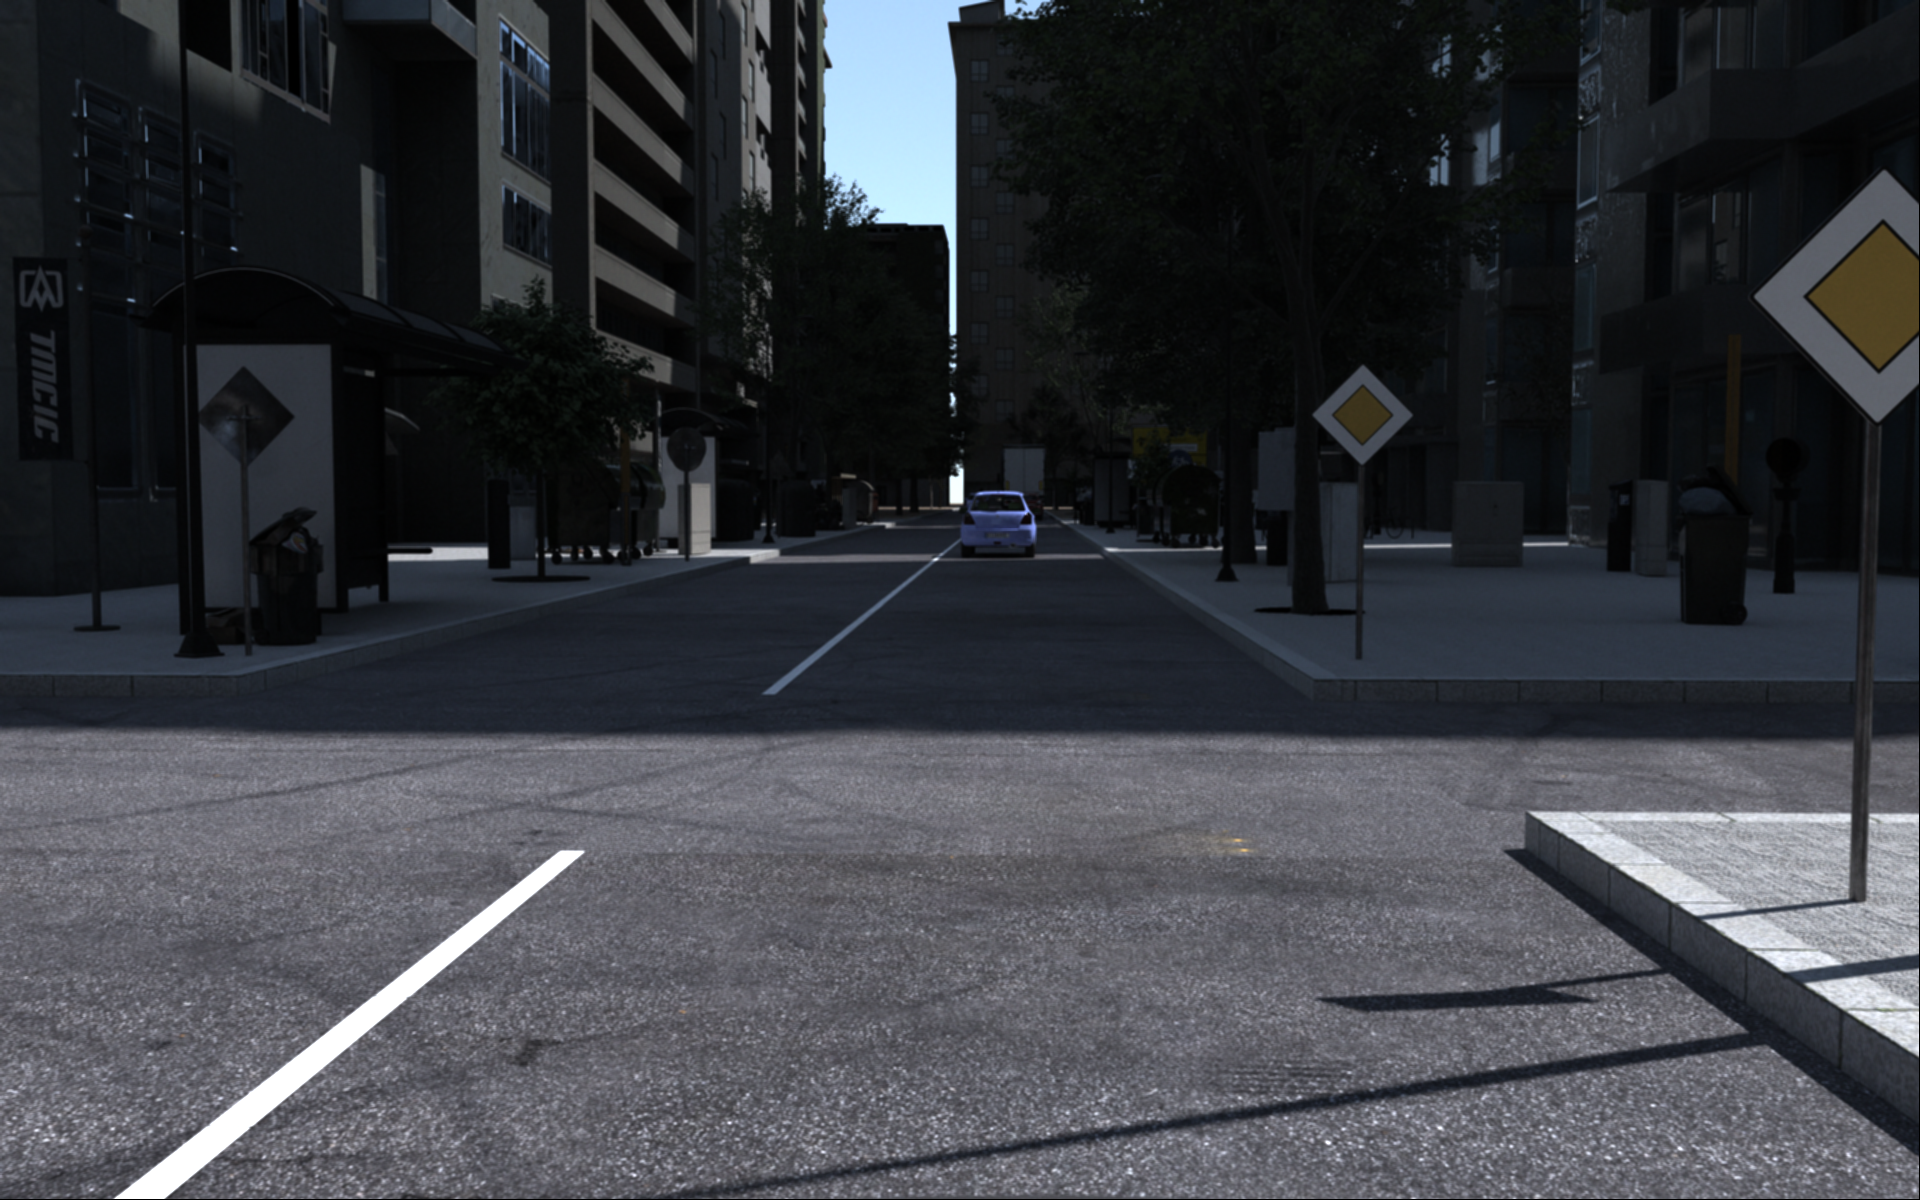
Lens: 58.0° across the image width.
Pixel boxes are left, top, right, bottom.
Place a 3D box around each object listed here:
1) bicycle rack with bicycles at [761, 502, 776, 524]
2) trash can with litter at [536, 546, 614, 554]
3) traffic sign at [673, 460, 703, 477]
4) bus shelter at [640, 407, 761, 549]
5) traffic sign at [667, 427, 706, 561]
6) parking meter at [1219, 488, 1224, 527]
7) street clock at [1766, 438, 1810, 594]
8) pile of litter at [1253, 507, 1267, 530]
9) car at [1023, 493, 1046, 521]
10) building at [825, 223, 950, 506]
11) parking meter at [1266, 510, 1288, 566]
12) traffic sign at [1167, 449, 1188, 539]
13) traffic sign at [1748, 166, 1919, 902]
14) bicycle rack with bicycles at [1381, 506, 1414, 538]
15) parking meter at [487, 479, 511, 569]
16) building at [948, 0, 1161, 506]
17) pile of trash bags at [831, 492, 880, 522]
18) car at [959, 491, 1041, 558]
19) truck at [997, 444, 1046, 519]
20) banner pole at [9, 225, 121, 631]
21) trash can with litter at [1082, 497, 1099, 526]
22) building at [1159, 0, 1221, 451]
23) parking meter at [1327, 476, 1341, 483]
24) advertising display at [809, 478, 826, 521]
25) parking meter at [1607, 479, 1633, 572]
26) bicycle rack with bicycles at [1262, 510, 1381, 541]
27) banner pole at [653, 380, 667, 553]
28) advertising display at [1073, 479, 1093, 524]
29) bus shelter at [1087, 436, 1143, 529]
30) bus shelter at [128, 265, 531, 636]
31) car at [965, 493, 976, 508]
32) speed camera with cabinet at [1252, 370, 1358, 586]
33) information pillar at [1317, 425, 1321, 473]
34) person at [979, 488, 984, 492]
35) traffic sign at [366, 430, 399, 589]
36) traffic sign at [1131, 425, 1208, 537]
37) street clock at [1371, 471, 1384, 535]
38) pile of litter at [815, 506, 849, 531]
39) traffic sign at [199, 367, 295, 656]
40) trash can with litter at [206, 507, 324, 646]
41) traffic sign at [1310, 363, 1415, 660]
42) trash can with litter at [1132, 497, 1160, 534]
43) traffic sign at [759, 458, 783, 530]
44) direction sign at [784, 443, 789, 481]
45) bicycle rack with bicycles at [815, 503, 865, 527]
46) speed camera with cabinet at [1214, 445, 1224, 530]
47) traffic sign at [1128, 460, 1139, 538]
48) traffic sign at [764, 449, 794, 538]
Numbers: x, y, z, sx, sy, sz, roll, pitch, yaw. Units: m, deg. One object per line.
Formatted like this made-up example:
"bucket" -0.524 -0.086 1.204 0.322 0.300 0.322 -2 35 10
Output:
"bicycle rack with bicycles" -7.591 -3.717 74.159 2.852 0.926 2.925 -1 4 -19
"trash can with litter" -8.745 -1.637 37.819 2.233 1.210 1.678 3 5 42
"traffic sign" -6.216 -2.406 39.441 0.768 2.556 0.104 1 4 10
"bus shelter" -6.362 -3.010 43.134 2.014 3.302 5.546 0 4 2
"traffic sign" -5.219 -2.015 33.049 0.768 2.556 0.104 0 4 5
"parking meter" 10.171 -3.648 68.052 0.372 1.533 0.369 0 3 0
"street clock" 10.649 -1.086 22.327 0.358 2.002 0.471 -3 4 -37
"pile of litter" 11.086 -2.968 62.486 1.176 0.858 1.719 0 4 7
"car" 3.620 -5.237 94.667 2.155 1.783 4.494 0 4 2
"building" -8.240 -25.439 187.625 14.107 30.474 14.160 0 4 2
"parking meter" 5.693 -1.385 31.059 0.372 1.533 0.369 0 3 0
"traffic sign" 6.248 -3.019 49.466 0.768 2.556 0.104 1 4 11
"traffic sign" 2.830 -0.108 5.404 0.795 2.450 0.064 0 4 2
"bicycle rack with bicycles" 11.652 -2.256 50.262 2.925 0.926 2.852 -2 4 -34
"parking meter" -7.941 -1.309 29.820 0.372 1.533 0.369 0 3 0
"building" 12.966 -36.973 193.749 27.495 52.752 28.713 0 4 2
"pile of trash bags" -4.814 -4.355 80.963 1.912 1.369 3.447 -3 4 -36
"car" 0.921 -1.878 40.298 1.945 1.707 3.694 0 4 3
"truck" 3.672 -6.985 103.110 2.839 4.237 11.283 0 4 1
"banner pole" -8.373 -1.601 16.193 0.863 3.779 0.401 -1 4 -12
"trash can with litter" 5.496 -3.618 70.535 1.055 1.170 0.624 2 4 25
"building" 25.761 -30.517 122.656 21.300 48.544 21.600 0 4 2
"parking meter" 11.843 -3.009 54.912 0.399 1.863 0.255 -3 4 -39
"advertising display" -5.800 -4.063 71.642 0.974 1.923 0.123 -2 4 -33
"parking meter" 10.966 -1.246 28.784 0.372 1.533 0.369 0 3 0
"bicycle rack with bicycles" 9.367 -2.018 46.378 2.925 0.926 2.852 0 4 -2
"banner pole" -6.657 -2.951 38.270 0.401 3.779 0.863 0 4 0
"advertising display" 5.260 -4.203 73.928 0.974 1.923 0.123 -2 4 -35
"bus shelter" 5.772 -4.258 63.545 2.014 3.302 5.546 0 4 2
"bus shelter" -6.249 -1.479 18.106 2.014 3.302 5.546 0 4 2
"car" 1.356 -7.883 138.481 1.945 1.707 3.694 0 4 0
"speed camera with cabinet" 5.039 -1.863 24.796 0.660 3.252 2.038 3 5 42
"information pillar" 8.438 -3.076 41.641 0.504 3.616 0.183 -1 4 -17
"person" 1.249 -5.133 93.133 0.721 1.736 1.217 -1 4 -17
"traffic sign" -7.998 -1.429 23.361 0.884 2.594 0.081 0 4 7
"traffic sign" 6.227 -3.524 51.490 2.265 3.308 0.079 1 4 9
"street clock" 13.178 -3.066 54.694 0.358 2.002 0.471 3 4 39
"pile of litter" -4.792 -2.872 60.929 1.719 0.858 1.176 1 4 19
"traffic sign" -5.646 -0.615 13.691 0.795 2.450 0.064 0 4 2
"trash can with litter" -5.989 -0.206 14.757 1.055 1.170 0.624 0 4 1
"traffic sign" 3.093 -0.596 13.384 0.795 2.450 0.064 0 4 2
"trash can with litter" 6.219 -2.747 56.309 0.624 1.170 1.055 -3 5 -42
"traffic sign" -6.819 -3.825 62.549 0.884 2.594 0.081 0 4 7
"direction sign" -7.661 -5.215 77.269 0.379 3.537 0.876 1 4 15
"bicycle rack with bicycles" -5.199 -3.365 68.406 2.925 0.926 2.852 0 4 -2
"speed camera with cabinet" 9.144 -4.085 61.126 2.038 3.252 0.660 0 4 -7
"traffic sign" 5.234 -2.983 50.901 0.606 2.300 0.079 1 4 10
"traffic sign" -5.263 -3.076 50.301 0.884 2.594 0.081 0 4 6
